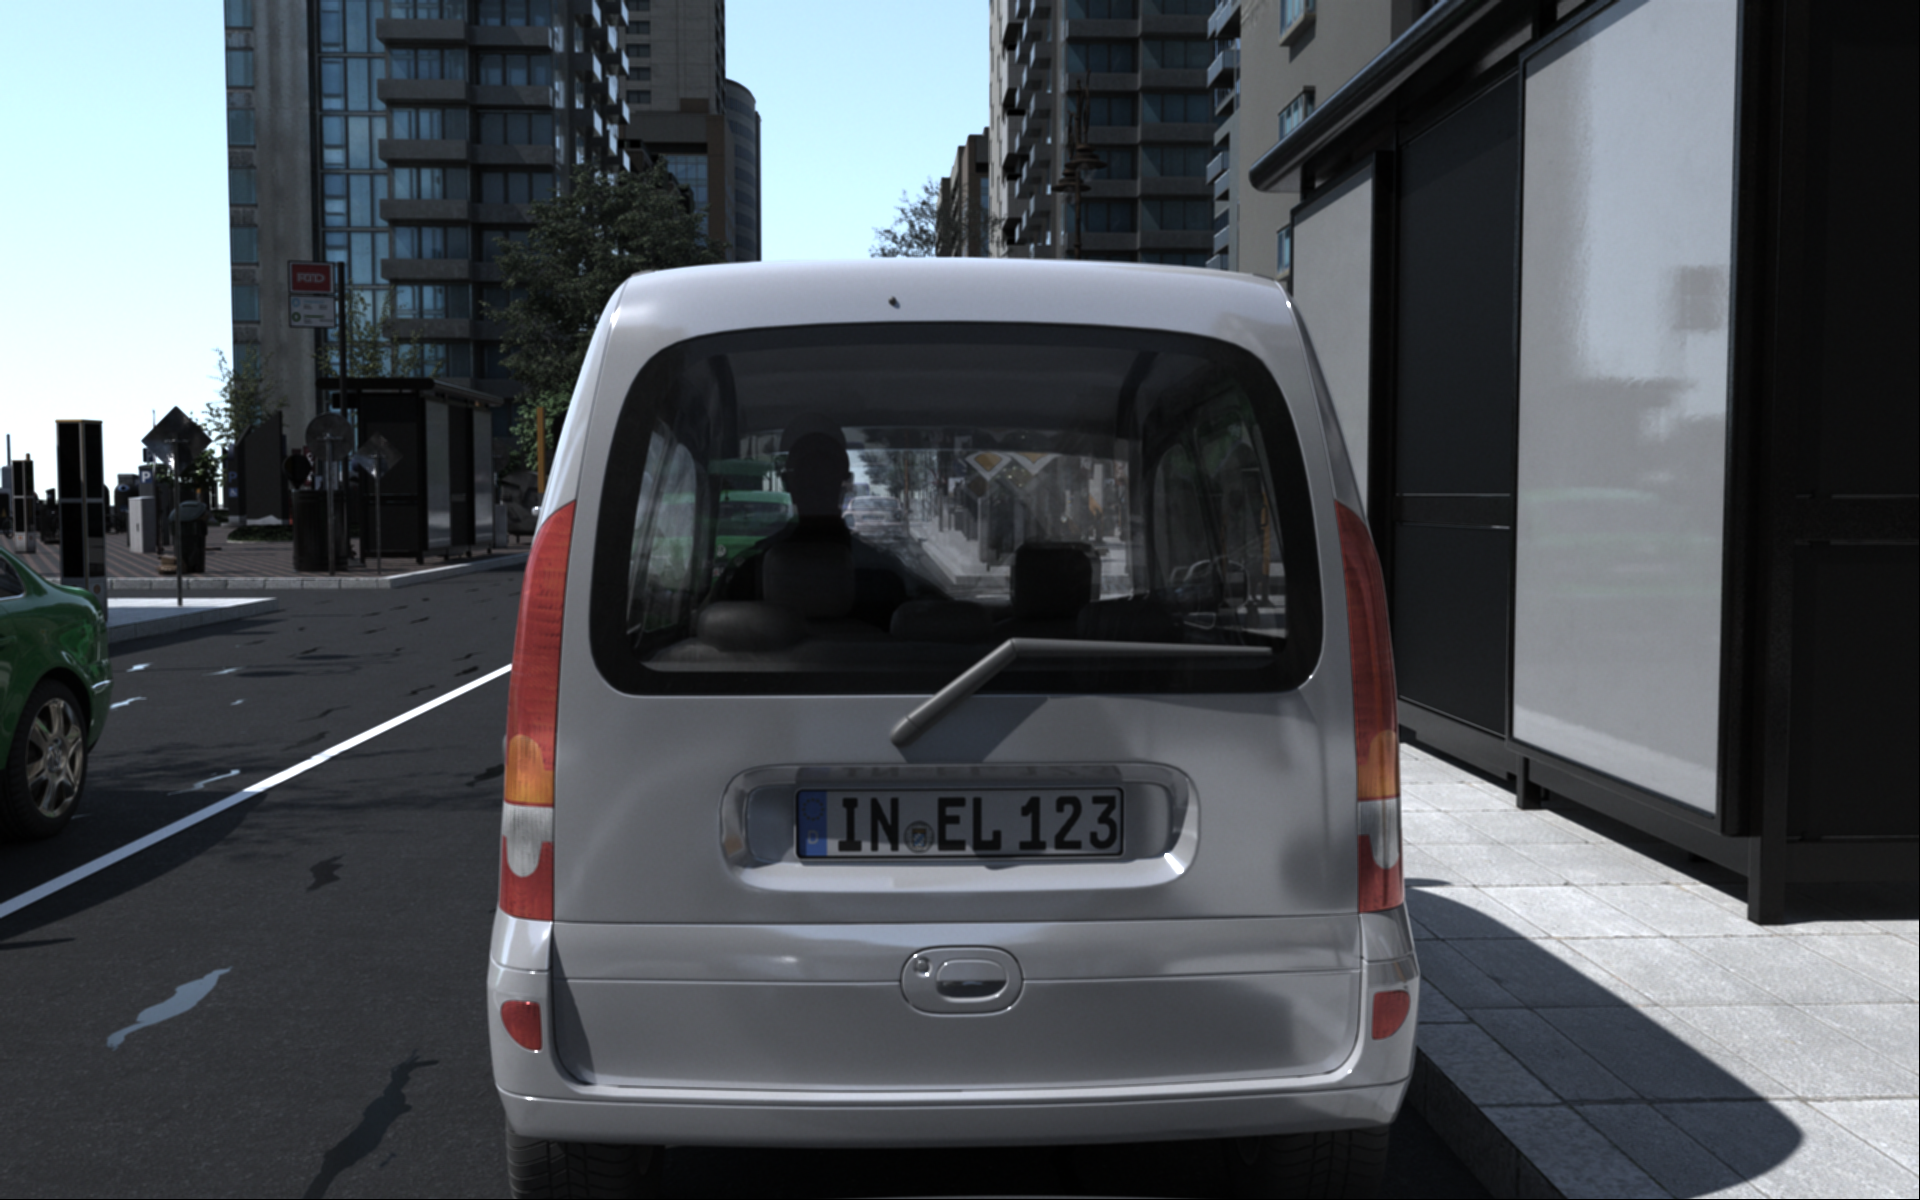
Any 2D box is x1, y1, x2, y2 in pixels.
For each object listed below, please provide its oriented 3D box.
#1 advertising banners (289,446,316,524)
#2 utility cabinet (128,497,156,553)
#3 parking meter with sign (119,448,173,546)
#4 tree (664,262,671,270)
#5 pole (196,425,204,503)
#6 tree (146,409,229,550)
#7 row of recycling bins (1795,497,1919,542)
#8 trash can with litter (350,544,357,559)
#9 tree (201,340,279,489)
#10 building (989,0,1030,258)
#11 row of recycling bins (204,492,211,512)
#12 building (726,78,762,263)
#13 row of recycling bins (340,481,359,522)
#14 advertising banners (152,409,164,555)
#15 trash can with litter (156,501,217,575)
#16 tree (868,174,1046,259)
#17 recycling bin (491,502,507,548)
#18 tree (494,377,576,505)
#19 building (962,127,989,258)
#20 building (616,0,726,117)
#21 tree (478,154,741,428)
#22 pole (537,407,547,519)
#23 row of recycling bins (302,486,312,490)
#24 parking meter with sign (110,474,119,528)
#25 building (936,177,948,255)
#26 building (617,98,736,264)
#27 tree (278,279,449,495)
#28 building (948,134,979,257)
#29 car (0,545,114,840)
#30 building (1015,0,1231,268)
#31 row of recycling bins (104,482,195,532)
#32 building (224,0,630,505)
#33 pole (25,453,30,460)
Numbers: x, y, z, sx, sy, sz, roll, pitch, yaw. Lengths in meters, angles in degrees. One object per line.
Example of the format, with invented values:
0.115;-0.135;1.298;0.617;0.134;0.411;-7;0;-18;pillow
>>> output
-24.282;-4.068;62.700;2.074;3.025;0.090;0;4;-5;advertising banners
-18.039;-1.653;38.192;0.306;1.237;1.020;-3;5;-40;utility cabinet
-20.190;-2.878;43.314;0.543;3.016;1.738;0;4;6;parking meter with sign
-13.539;-10.216;84.033;9.611;12.733;9.660;0;3;0;tree
-22.412;-3.497;51.025;0.158;3.312;0.155;0;3;0;pole
-17.550;-2.763;39.770;1.663;3.219;1.824;0;3;0;tree
6.842;-0.422;14.013;1.069;1.692;3.534;0;4;3;row of recycling bins
-12.315;-1.380;33.946;0.624;1.170;1.055;0;4;8;trash can with litter
-34.493;-8.132;83.322;4.737;8.622;4.395;0;3;0;tree
16.866;-34.784;157.953;28.713;52.752;27.495;0;4;-3;building
-32.652;-3.980;72.184;3.534;1.692;1.069;2;4;26;row of recycling bins
-39.091;-42.815;242.027;21.231;58.520;28.212;0;4;-3;building
-19.438;-2.899;54.508;1.069;1.692;3.534;-1;4;-12;row of recycling bins
-16.985;-2.475;36.657;0.090;3.025;2.074;-1;4;-22;advertising banners
-12.501;-1.013;27.948;0.624;1.170;1.055;0;4;1;trash can with litter
-0.265;-9.559;66.668;12.009;13.543;11.850;0;3;0;tree
-11.298;-1.758;41.291;0.722;1.027;0.722;2;4;28;recycling bin
-11.033;-3.984;48.855;4.285;4.588;4.351;0;3;0;tree
7.486;-34.365;211.973;14.600;45.320;14.200;0;4;-3;building
-37.663;-47.641;217.179;20.563;71.187;20.611;0;4;-3;building
-12.483;-9.637;64.213;9.857;13.997;8.962;0;3;0;tree
-9.829;-2.868;40.736;0.158;3.312;0.155;0;3;0;pole
-27.072;-4.040;73.172;1.069;1.692;3.534;0;4;-8;row of recycling bins
-31.523;-4.248;65.713;1.738;3.016;0.543;1;4;8;parking meter with sign
7.583;-38.413;251.761;21.300;48.544;21.600;0;4;-3;building
-33.362;-33.628;199.921;14.600;45.320;14.200;0;4;-3;building
-20.169;-6.708;60.037;4.737;8.622;4.395;0;3;0;tree
9.881;-37.080;229.961;21.300;48.544;21.600;0;4;-3;building
-4.589;0.182;5.816;1.959;1.807;4.718;0;4;-3;car
15.840;-31.143;128.792;23.786;49.044;30.456;0;4;-3;building
-27.612;-3.131;58.297;3.534;1.692;1.069;-1;4;-9;row of recycling bins
-34.571;-30.400;116.655;23.786;49.044;30.456;0;4;-3;building
-46.542;-5.671;86.560;0.158;3.312;0.155;0;3;0;pole
